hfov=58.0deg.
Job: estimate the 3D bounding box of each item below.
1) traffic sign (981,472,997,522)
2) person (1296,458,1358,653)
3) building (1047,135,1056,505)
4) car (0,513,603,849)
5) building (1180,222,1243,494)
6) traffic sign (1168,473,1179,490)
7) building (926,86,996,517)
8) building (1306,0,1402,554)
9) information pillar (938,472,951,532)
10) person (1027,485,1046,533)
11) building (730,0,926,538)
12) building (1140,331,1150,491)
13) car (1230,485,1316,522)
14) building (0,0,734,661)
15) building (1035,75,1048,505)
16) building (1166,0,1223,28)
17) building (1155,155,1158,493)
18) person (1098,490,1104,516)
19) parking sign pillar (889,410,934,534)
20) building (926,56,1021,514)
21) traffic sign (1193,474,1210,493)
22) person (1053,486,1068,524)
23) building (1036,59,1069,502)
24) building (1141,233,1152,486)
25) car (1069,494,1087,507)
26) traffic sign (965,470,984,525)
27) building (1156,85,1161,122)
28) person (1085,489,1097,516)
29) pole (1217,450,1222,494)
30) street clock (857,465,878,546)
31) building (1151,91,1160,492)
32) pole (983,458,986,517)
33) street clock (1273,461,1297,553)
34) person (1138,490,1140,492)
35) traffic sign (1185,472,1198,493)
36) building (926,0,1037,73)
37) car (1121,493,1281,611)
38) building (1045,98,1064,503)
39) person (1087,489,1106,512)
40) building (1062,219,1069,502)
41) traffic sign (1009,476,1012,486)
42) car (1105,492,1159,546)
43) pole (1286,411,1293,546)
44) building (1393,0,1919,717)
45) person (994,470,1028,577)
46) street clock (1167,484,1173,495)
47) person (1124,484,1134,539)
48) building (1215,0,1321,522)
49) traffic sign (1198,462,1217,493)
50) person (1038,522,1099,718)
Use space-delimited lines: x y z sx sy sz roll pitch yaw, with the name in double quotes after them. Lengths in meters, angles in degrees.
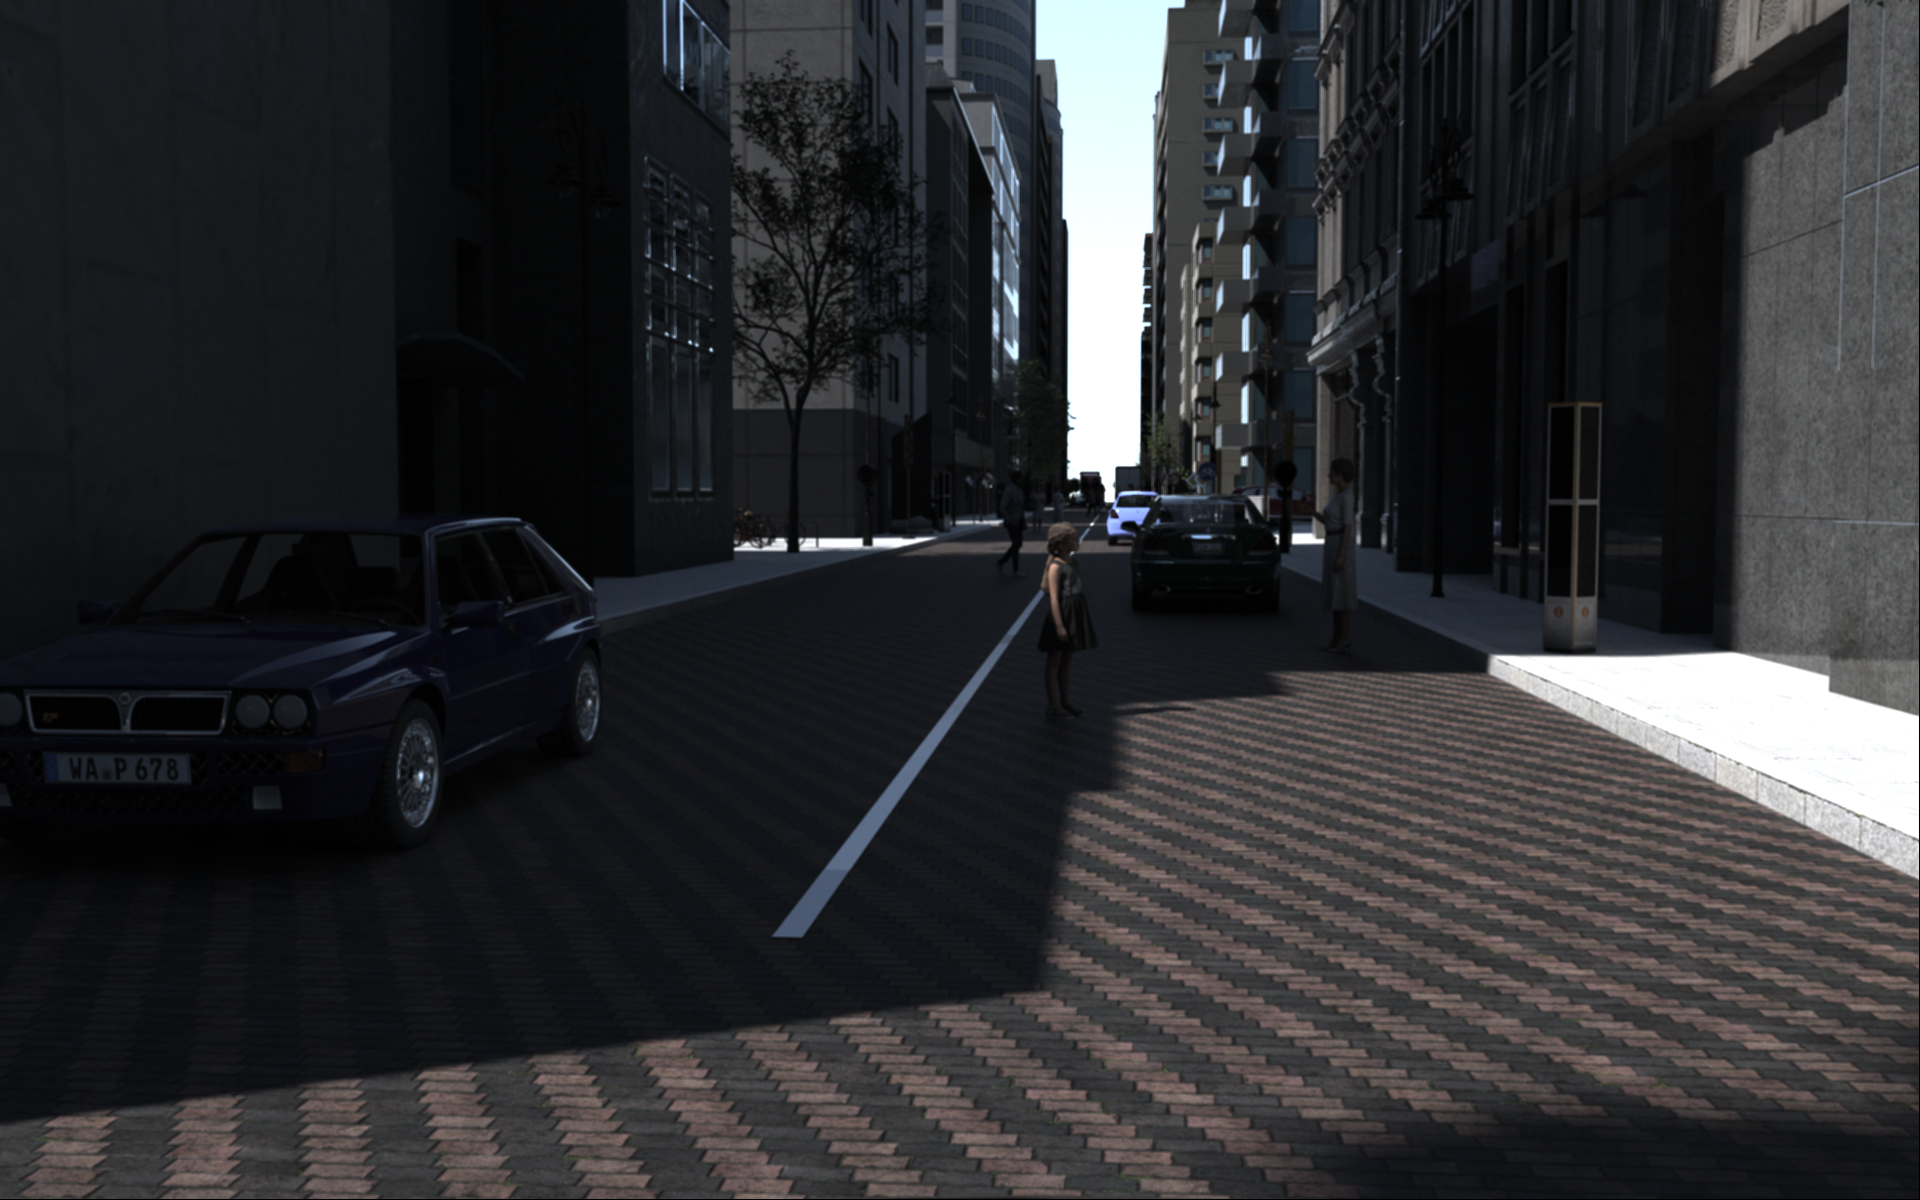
1.290 -4.635 79.418 0.795 2.450 0.064 0 4 5 "traffic sign"
3.349 -0.406 15.716 0.524 1.755 0.480 0 4 -3 "person"
4.511 -34.350 211.735 14.600 45.320 14.200 0 4 5 "building"
-2.965 0.264 8.257 1.945 1.354 3.894 0 4 4 "car"
30.187 -17.030 123.475 27.650 21.520 28.899 0 4 5 "building"
13.232 -6.532 106.909 0.768 2.556 0.104 1 4 14 "traffic sign"
-6.167 -16.892 95.243 14.314 24.678 30.058 0 4 5 "building"
14.506 -12.046 47.856 10.553 20.767 40.483 0 4 5 "building"
-0.530 -3.290 58.284 0.304 2.012 0.304 -3 5 -43 "information pillar"
2.796 -3.352 63.667 0.716 1.782 0.532 0 4 4 "person"
-12.296 -37.967 59.009 20.611 71.187 20.563 0 4 5 "building"
38.645 -32.555 303.978 14.160 30.474 14.107 0 4 5 "building"
13.811 -3.981 73.770 5.304 1.827 2.281 0 4 6 "car"
-14.884 -43.041 16.393 22.319 86.520 31.000 0 4 5 "building"
-1.277 -34.853 193.555 21.300 48.544 21.600 0 4 5 "building"
30.249 -33.212 166.717 21.300 48.544 21.600 0 4 5 "building"
32.325 -34.525 188.178 21.300 48.544 21.600 0 4 5 "building"
9.349 -6.452 114.827 0.643 1.720 0.563 -2 4 -24 "person"
-1.550 -4.106 55.600 1.447 3.967 1.447 0 4 -2 "parking sign pillar"
-1.990 -21.237 124.711 11.434 29.767 29.804 0 4 5 "building"
9.887 -4.096 70.618 0.795 2.450 0.064 0 4 5 "traffic sign"
3.774 -3.445 65.401 0.480 1.755 0.524 2 4 30 "person"
8.193 -52.138 290.713 20.563 71.187 20.611 0 4 5 "building"
40.736 -38.361 281.824 22.147 44.769 28.867 0 4 5 "building"
12.893 -11.065 189.709 1.959 1.807 4.718 0 4 5 "car"
0.582 -4.148 71.464 0.795 2.450 0.064 0 4 5 "traffic sign"
38.671 -38.095 212.084 28.713 52.752 27.495 0 4 5 "building"
8.453 -6.276 111.512 0.834 1.777 0.661 2 4 34 "person"
11.997 -5.278 80.140 0.158 3.312 0.155 0 3 0 "pole"
-2.271 -2.324 42.567 0.471 2.002 0.358 1 4 21 "street clock"
38.599 -43.484 252.958 21.231 58.520 28.212 0 4 5 "building"
1.421 -6.419 98.792 0.158 3.312 0.155 0 3 0 "pole"
7.041 -2.020 37.597 0.471 2.002 0.358 -1 4 -11 "street clock"
15.554 -8.662 150.463 0.374 1.781 0.599 1 4 14 "person"
10.596 -4.583 78.571 0.795 2.450 0.064 0 4 5 "traffic sign"
-3.730 -38.319 168.510 21.231 58.520 28.212 0 4 5 "building"
3.176 -0.673 22.799 2.131 1.459 4.920 0 4 6 "car"
4.045 -43.473 252.776 21.231 58.520 28.212 0 4 5 "building"
10.666 -7.719 134.925 1.509 1.804 0.699 0 4 -8 "person"
10.010 -38.152 273.899 14.600 45.320 14.200 0 4 5 "building"
3.099 -5.977 99.857 0.606 2.300 0.079 1 4 11 "traffic sign"
5.078 -2.425 49.245 1.945 1.707 3.694 0 4 6 "car"
8.133 -2.995 42.806 0.158 3.312 0.155 0 3 0 "pole"
12.309 -12.210 17.658 12.078 24.808 19.932 0 4 5 "building"
0.878 -1.337 30.210 0.795 1.843 0.661 2 4 34 "person"
15.094 -7.305 124.006 0.471 2.002 0.358 3 4 38 "street clock"
5.311 -2.803 54.900 0.524 1.755 0.480 -2 4 -27 "person"
28.322 -28.552 86.439 30.456 49.044 23.786 0 4 5 "building"
9.848 -4.211 68.954 0.768 2.556 0.104 1 4 9 "traffic sign"
0.705 0.122 11.177 0.373 1.253 0.362 3 5 40 "person"
